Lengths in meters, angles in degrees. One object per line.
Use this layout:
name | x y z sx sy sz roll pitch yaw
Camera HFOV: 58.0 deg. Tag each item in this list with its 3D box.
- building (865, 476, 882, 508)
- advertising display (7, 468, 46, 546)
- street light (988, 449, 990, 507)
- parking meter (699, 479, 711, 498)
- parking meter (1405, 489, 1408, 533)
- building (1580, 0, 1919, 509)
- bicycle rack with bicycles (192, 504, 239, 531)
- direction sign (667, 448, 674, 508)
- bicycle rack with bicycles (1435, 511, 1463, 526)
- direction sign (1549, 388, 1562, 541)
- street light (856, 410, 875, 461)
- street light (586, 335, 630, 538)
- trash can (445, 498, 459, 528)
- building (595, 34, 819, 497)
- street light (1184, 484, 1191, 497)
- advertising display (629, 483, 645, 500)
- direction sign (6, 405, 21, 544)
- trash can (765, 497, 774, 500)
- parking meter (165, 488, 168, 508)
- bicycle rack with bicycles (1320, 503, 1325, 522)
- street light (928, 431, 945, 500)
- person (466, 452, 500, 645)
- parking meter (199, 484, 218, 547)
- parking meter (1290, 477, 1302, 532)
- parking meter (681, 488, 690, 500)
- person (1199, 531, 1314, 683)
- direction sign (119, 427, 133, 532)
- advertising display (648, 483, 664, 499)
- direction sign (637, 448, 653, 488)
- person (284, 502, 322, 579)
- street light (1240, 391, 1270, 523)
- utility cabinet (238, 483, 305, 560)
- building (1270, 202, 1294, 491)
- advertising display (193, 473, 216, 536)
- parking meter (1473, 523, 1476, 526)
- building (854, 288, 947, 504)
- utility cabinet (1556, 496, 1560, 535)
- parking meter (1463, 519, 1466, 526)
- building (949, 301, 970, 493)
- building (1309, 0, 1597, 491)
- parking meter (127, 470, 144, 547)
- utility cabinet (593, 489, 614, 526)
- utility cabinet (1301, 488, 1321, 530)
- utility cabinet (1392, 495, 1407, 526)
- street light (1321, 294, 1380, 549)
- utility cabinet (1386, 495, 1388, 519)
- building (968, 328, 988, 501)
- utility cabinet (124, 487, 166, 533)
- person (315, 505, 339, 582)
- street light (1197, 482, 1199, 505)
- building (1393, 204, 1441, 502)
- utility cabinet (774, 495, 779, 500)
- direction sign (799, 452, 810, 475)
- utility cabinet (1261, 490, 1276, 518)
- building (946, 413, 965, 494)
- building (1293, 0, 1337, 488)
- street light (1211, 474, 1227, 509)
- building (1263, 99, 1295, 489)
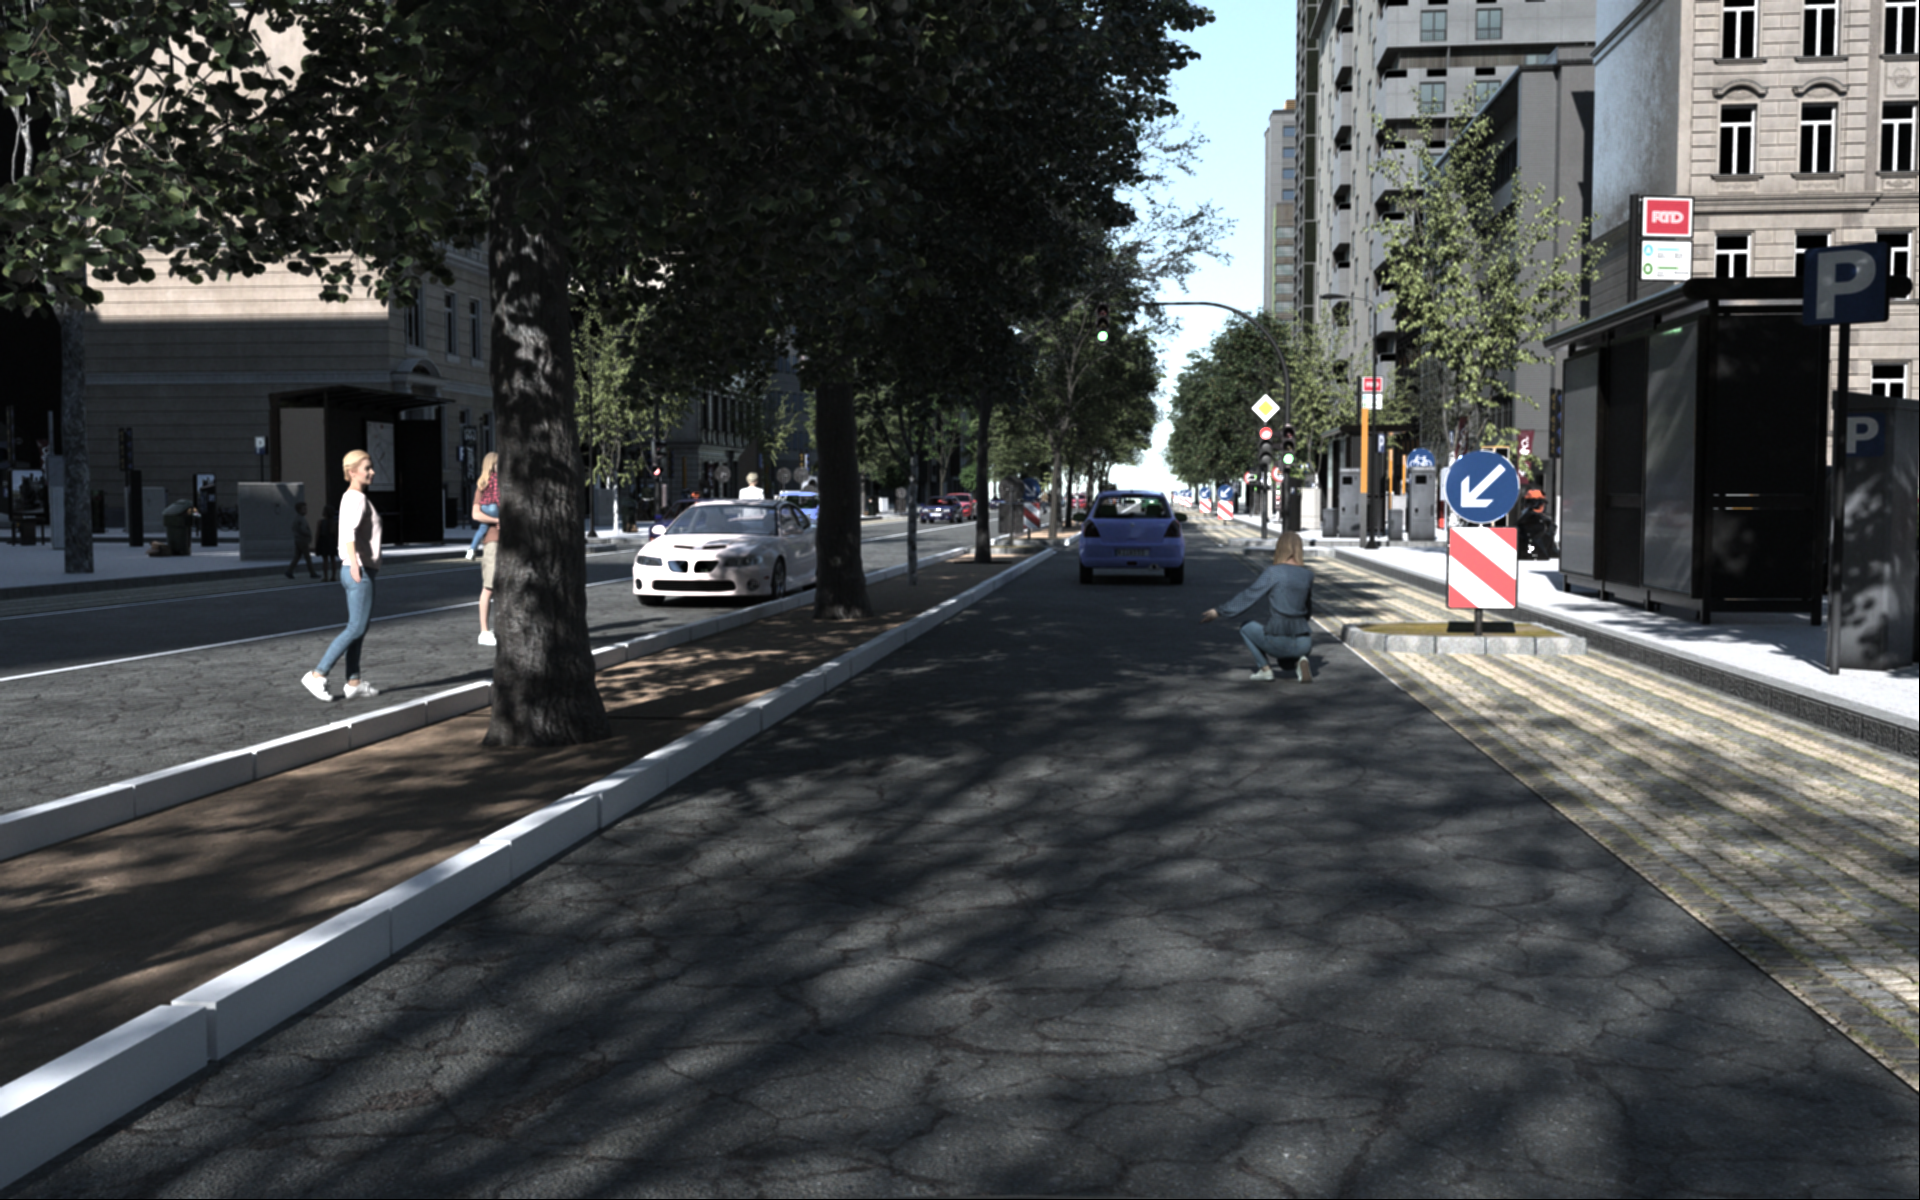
building | -24.491 -29.179 168.951 32.217 40.220 23.993 0 4 6
advertising display | -23.284 -2.325 43.229 0.123 1.923 0.974 1 4 22
street light | 3.357 -12.283 173.362 1.470 5.913 1.316 0 4 6
parking meter | -9.975 -3.796 67.768 0.399 1.863 0.255 -3 4 -37
parking meter | 15.026 -3.010 57.631 0.372 1.533 0.369 0 3 0
building | 36.456 -16.174 61.710 25.104 27.353 12.463 0 4 6
bicycle rack with bicycles | -25.882 -2.912 60.999 2.925 0.926 2.852 -2 4 -33
direction sign | -14.354 -5.745 85.932 0.379 3.537 0.876 1 4 10
bicycle rack with bicycles | 19.404 -3.292 67.206 2.852 0.926 2.925 0 4 2
direction sign | 12.825 -2.775 37.368 0.379 3.537 0.876 2 4 33
street light | -5.184 -7.564 96.212 1.470 5.913 1.316 0 4 6
street light | -10.291 -4.784 50.757 1.470 5.913 1.316 0 4 6
trash can | -19.182 -3.263 65.011 0.748 1.137 0.748 0 3 0
building | -22.231 -36.665 141.466 21.231 58.520 28.212 0 4 6
street light | 26.910 -13.874 199.387 1.470 5.913 1.316 0 4 6
advertising display | -18.965 -5.912 101.870 0.974 1.923 0.123 1 4 12
direction sign | -24.418 -3.219 44.628 0.379 3.537 0.876 -3 5 -39
trash can | -10.148 -4.878 91.410 0.748 1.137 0.748 0 3 0
parking meter | -38.910 -4.640 84.283 0.372 1.533 0.369 0 3 0
bicycle rack with bicycles | 14.926 -3.371 68.492 2.852 0.926 2.925 2 4 30
street light | -1.763 -9.478 127.505 1.470 5.913 1.316 0 4 6
person | -4.426 -0.495 16.568 0.573 1.828 0.580 -1 4 -11
parking meter | -18.426 -2.083 42.468 0.372 1.533 0.369 0 3 0
parking meter | 11.318 -3.229 58.510 0.255 1.863 0.399 -3 4 -38
parking meter | -11.861 -4.070 74.957 0.372 1.533 0.369 0 3 0
person | 2.359 0.041 13.322 1.012 1.151 0.738 -1 4 -11
direction sign | -28.408 -4.101 59.045 0.876 3.537 0.379 3 4 38
advertising display | -17.876 -5.912 101.870 0.974 1.923 0.123 -1 4 -11
direction sign | -15.639 -5.752 86.044 0.876 3.537 0.379 -3 4 -37
person | -11.123 -1.007 29.235 0.475 1.303 0.640 2 4 35
street light | 13.308 -6.460 78.165 1.470 5.913 1.316 0 4 6
utility cabinet | -13.296 -1.516 33.473 1.173 1.500 0.318 -2 4 -25
building | 50.904 -34.267 243.852 14.154 41.232 14.086 0 4 6
advertising display | -23.008 -2.910 52.785 0.123 1.923 0.974 1 4 11
parking meter | 8.544 -1.210 28.199 0.372 1.533 0.369 0 3 0
building | -9.478 -27.973 229.058 14.160 30.474 14.107 0 4 6
utility cabinet | 19.293 -2.698 55.280 0.306 1.237 1.020 2 4 30
parking meter | 15.830 -2.949 53.932 0.255 1.863 0.399 1 4 20
building | -6.066 -37.558 264.184 14.600 45.320 14.200 0 4 6
building | 49.934 -35.566 170.746 28.713 52.752 27.495 0 4 6
parking meter | -20.175 -2.242 42.372 0.255 1.863 0.399 -3 4 -38
utility cabinet | -14.227 -3.703 69.223 0.318 1.500 1.173 1 4 22
utility cabinet | 12.388 -3.264 62.052 0.318 1.500 1.173 -3 4 -36
utility cabinet | 18.109 -3.646 70.778 0.306 1.237 1.020 -2 4 -24
street light | 9.064 -4.141 40.246 1.470 5.913 1.316 0 4 6
utility cabinet | 22.021 -4.765 89.069 0.306 1.237 1.020 -2 4 -30
building | -3.104 -36.366 278.183 14.154 41.232 14.086 0 4 6
utility cabinet | -26.621 -2.931 56.603 1.173 1.500 0.318 -3 4 -37
person | -10.329 -0.921 28.221 0.362 1.253 0.373 -3 5 -41
street light | 21.850 -11.095 153.942 1.470 5.913 1.316 0 4 6
building | 35.873 -17.347 113.300 12.332 23.373 15.834 0 4 6
utility cabinet | -8.908 -4.696 87.934 1.020 1.237 0.306 0 4 8
direction sign | -8.311 -6.152 92.580 0.379 3.537 0.876 -3 5 -42
utility cabinet | 16.197 -5.060 91.403 0.318 1.500 1.173 0 4 -6
building | -9.979 -49.407 246.053 20.563 71.187 20.611 0 4 6
building | 52.362 -48.141 225.352 20.563 71.187 20.611 0 4 6
street light | 18.441 -9.221 123.298 1.470 5.913 1.316 0 4 6
building | 56.866 -44.183 264.393 21.231 58.520 28.212 0 4 6
